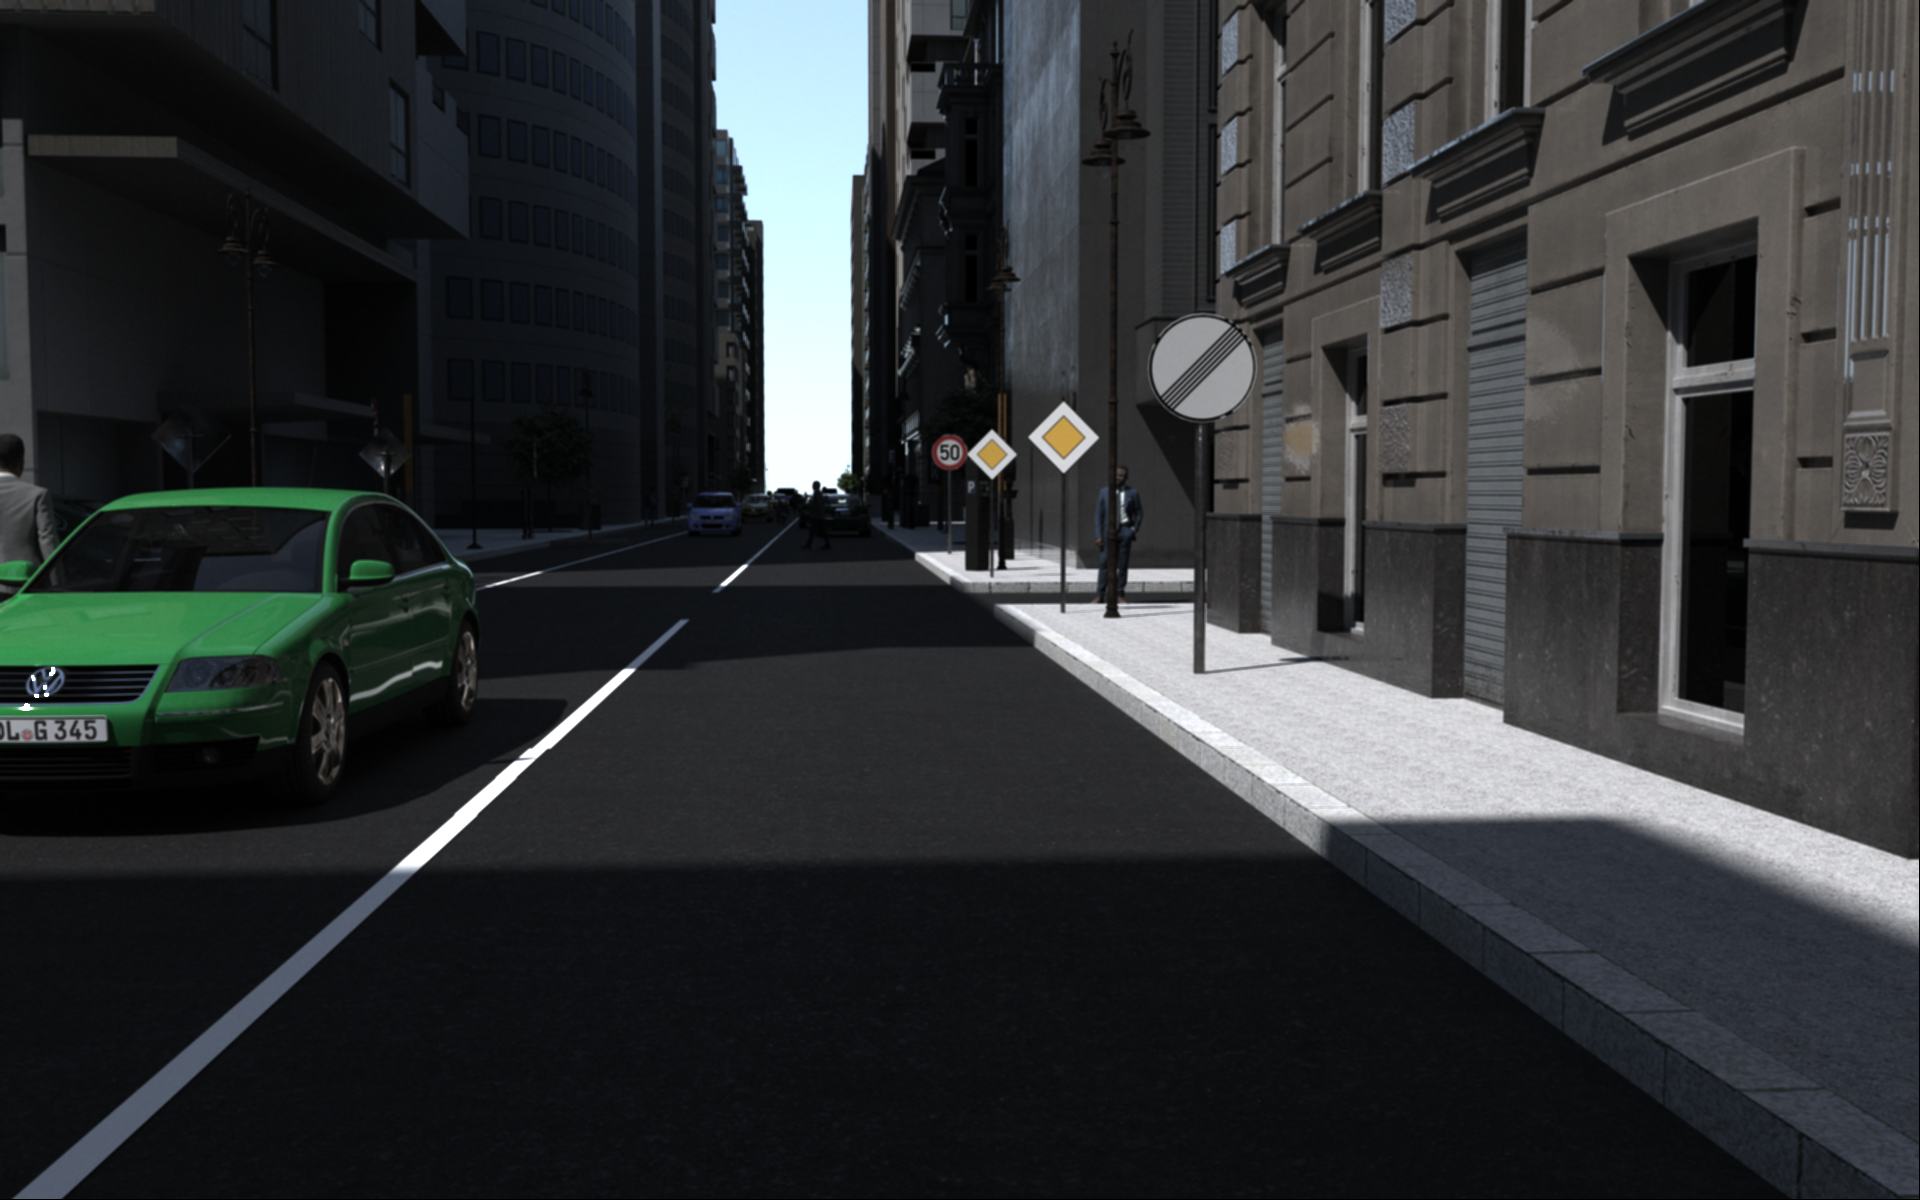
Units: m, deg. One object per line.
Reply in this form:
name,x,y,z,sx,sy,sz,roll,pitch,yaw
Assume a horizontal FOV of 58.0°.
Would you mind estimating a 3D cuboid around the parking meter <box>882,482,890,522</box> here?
parking meter,-3.458,-4.607,81.033,0.399,1.863,0.255,0,4,0

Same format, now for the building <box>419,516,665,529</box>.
building,-24.650,-32.495,73.290,21.231,58.520,28.212,0,4,-4

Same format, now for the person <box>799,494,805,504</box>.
person,-11.125,-6.753,122.152,0.421,1.427,0.697,-3,5,-41

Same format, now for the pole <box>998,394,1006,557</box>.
pole,0.860,-2.541,35.394,0.158,3.312,0.155,0,3,0

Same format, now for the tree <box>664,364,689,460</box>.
tree,-16.660,-8.779,93.894,4.360,8.622,3.978,0,3,0

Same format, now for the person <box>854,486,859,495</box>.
person,-4.705,-4.242,78.194,0.374,1.781,0.599,0,4,7

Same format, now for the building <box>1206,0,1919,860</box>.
building,9.015,-12.695,4.830,12.463,27.353,25.104,0,4,-4

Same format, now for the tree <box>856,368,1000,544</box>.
tree,0.448,-3.730,44.705,4.285,4.588,4.351,0,3,0

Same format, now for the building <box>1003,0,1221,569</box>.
building,16.438,-13.226,35.317,30.058,24.678,14.314,0,4,-4

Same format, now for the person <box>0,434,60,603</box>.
person,-5.695,-0.097,10.358,0.678,1.792,0.850,-1,4,-17

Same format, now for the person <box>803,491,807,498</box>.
person,-17.905,-11.753,201.367,1.217,1.736,0.721,-2,4,-24

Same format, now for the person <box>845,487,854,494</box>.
person,-5.898,-5.151,92.981,0.793,1.790,0.793,3,5,44

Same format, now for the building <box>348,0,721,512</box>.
building,-35.932,-34.633,155.491,28.713,52.752,27.495,0,4,-4

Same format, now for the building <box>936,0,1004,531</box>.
building,6.430,-15.036,64.925,14.460,24.649,34.723,0,4,-4

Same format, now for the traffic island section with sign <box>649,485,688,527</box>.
traffic island section with sign,-12.466,-4.089,75.480,1.989,1.847,2.006,0,4,-4

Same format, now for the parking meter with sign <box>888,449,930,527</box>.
parking meter with sign,-1.971,-4.381,67.882,1.738,3.016,0.543,-3,5,-40

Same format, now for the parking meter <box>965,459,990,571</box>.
parking meter,0.294,-1.422,28.961,0.255,1.863,0.399,-3,4,-39

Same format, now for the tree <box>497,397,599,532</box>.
tree,-13.969,-4.591,58.784,4.285,4.588,4.351,0,3,0

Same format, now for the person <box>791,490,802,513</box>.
person,-12.644,-7.621,133.652,0.990,1.755,0.434,-2,4,-27

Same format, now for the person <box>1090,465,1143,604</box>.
person,2.007,-0.837,22.360,0.721,1.800,0.419,0,4,-3

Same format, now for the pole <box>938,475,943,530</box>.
pole,-0.686,-4.106,60.981,0.158,3.312,0.155,0,3,0

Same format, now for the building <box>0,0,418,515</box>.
building,-26.738,-27.411,37.410,28.713,52.752,27.495,0,4,-4

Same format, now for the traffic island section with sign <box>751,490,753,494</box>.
traffic island section with sign,-18.466,-8.806,152.602,1.989,1.847,2.006,0,4,-4

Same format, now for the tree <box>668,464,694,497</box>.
tree,-17.425,-7.023,109.427,1.663,3.219,1.824,0,3,0

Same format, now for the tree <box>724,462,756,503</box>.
tree,-22.534,-11.862,177.656,4.285,4.588,4.351,0,3,0

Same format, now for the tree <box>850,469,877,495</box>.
tree,-6.415,-7.879,123.431,1.663,3.219,1.824,0,3,0

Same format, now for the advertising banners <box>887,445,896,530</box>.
advertising banners,-2.476,-4.070,62.734,0.090,3.025,2.074,-1,4,-9

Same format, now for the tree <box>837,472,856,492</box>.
tree,-14.719,-14.997,228.915,4.285,4.588,4.351,0,3,0

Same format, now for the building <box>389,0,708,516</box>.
building,-30.288,-35.807,127.441,21.231,58.520,28.212,0,4,-4

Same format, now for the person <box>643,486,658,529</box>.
person,-12.703,-3.812,71.172,0.623,1.781,0.721,0,4,-7

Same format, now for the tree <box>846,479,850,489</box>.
tree,-12.445,-12.430,197.837,1.663,3.219,1.824,0,3,0

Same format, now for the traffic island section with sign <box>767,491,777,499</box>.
traffic island section with sign,-24.816,-13.806,234.350,1.989,1.847,2.006,0,4,-4

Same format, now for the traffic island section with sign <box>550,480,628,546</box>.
traffic island section with sign,-10.380,-2.445,48.605,1.989,1.847,2.006,0,4,-4

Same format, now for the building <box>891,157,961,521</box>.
building,1.997,-13.902,91.925,10.561,19.102,19.286,0,4,-4

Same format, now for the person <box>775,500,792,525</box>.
person,-8.247,-4.094,80.931,0.738,1.151,1.012,3,5,43

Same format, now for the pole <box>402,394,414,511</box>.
pole,-11.293,-2.545,35.449,0.158,3.312,0.155,0,3,0

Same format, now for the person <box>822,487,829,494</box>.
person,-6.067,-4.233,78.136,0.576,1.772,0.534,-2,4,-32

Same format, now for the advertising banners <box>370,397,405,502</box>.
advertising banners,-10.709,-2.215,32.401,0.090,3.025,2.074,0,4,-3

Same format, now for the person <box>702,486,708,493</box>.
person,-12.506,-4.689,85.262,0.391,1.810,0.635,-3,5,-45

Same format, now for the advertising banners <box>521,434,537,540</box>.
advertising banners,-12.341,-3.274,49.715,0.090,3.025,2.074,0,4,-2

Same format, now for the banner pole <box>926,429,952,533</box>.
banner pole,-0.677,-4.077,56.674,0.863,3.779,0.401,1,4,9

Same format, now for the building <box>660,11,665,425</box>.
building,-26.029,-27.941,106.944,14.600,45.320,14.200,0,4,-4

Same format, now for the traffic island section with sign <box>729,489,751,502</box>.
traffic island section with sign,-16.335,-7.138,125.337,1.989,1.847,2.006,0,4,-4

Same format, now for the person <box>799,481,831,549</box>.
person,-3.787,-2.219,45.176,0.834,1.777,0.661,-1,4,-11
